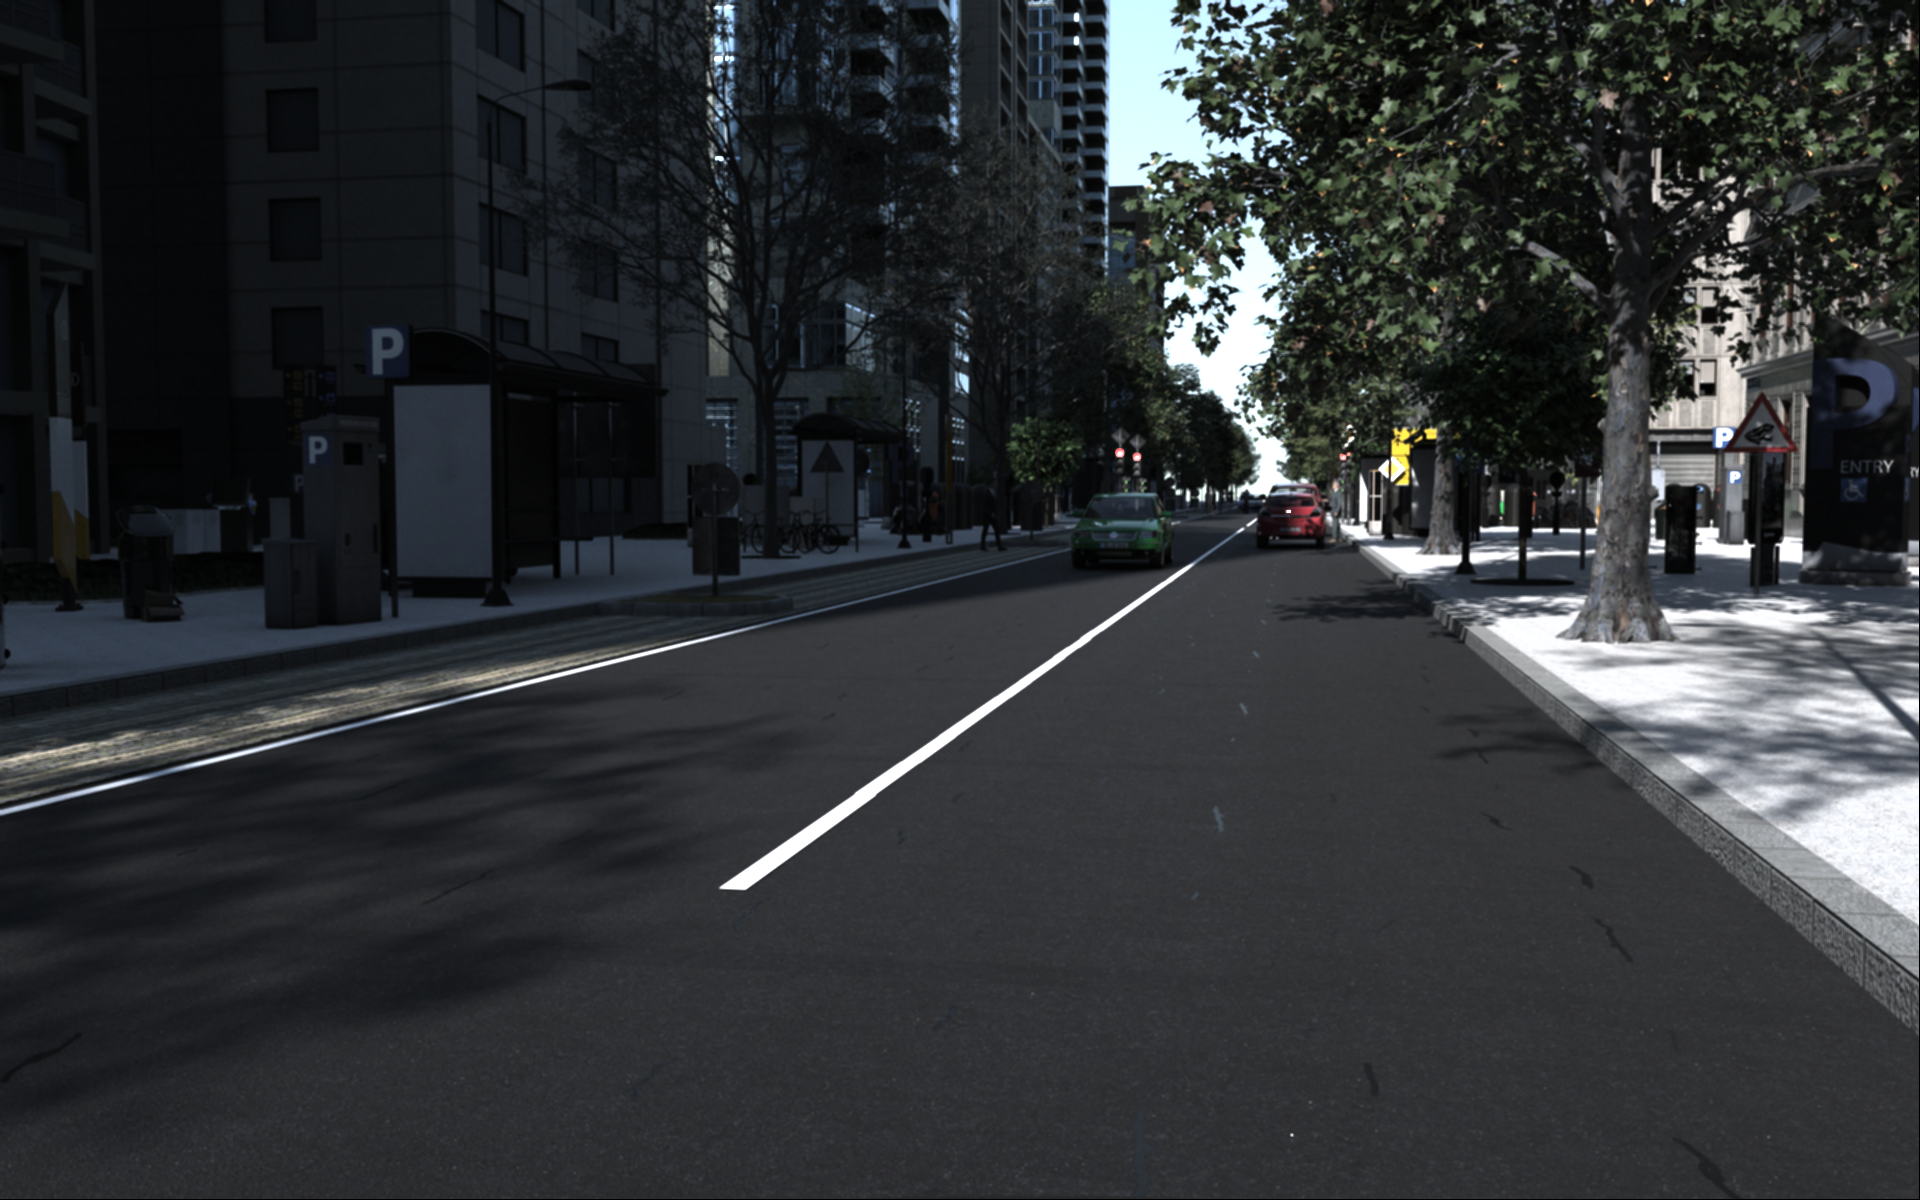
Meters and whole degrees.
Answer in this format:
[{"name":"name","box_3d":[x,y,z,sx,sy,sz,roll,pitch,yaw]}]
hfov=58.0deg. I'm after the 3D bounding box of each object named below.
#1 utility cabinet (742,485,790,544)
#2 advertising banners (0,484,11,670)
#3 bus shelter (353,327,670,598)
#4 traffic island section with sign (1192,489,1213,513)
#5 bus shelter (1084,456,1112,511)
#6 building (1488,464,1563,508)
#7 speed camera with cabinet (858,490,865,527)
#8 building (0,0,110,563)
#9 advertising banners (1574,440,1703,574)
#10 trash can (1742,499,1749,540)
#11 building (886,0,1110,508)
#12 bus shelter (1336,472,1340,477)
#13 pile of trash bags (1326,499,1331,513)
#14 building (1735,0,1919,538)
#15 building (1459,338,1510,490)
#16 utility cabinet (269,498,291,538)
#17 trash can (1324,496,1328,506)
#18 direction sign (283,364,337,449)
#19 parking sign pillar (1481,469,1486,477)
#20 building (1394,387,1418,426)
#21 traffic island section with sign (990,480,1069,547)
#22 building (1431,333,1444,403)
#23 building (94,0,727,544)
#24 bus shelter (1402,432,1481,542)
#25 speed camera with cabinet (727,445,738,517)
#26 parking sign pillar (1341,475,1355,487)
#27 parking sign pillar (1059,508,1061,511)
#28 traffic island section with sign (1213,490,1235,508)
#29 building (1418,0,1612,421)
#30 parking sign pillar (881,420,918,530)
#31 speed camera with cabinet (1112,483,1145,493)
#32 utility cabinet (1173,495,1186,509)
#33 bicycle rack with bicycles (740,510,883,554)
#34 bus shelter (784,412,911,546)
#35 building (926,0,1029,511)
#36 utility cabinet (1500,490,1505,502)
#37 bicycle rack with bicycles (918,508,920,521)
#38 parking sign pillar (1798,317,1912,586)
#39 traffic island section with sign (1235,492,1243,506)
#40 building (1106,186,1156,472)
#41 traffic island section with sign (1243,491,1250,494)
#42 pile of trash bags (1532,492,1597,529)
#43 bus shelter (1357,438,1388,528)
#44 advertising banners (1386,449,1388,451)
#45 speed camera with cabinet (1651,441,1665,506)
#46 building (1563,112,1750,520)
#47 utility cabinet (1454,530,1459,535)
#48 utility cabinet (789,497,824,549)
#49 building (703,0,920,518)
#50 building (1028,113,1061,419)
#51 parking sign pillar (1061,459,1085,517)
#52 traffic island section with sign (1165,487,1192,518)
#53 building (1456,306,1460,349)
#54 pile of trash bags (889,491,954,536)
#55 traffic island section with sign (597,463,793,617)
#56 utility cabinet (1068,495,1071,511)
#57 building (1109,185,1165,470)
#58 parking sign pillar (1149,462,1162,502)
[{"name":"utility cabinet","box_3d":[-4.920,-2.154,43.900,1.173,1.500,0.318,-2,4,-24]},{"name":"advertising banners","box_3d":[-6.785,-0.967,12.002,0.090,3.025,2.074,-2,4,-23]},{"name":"bus shelter","box_3d":[-5.917,-1.828,23.813,2.014,3.302,5.546,1,4,11]},{"name":"traffic island section with sign","box_3d":[17.526,-7.341,128.648,1.989,1.847,2.006,1,4,11]},{"name":"bus shelter","box_3d":[8.733,-7.164,108.407,1.731,3.624,6.357,1,4,11]},{"name":"building","box_3d":[43.098,-19.509,112.478,14.314,27.812,24.014,1,4,11]},{"name":"speed camera with cabinet","box_3d":[-4.491,-4.485,67.665,0.660,3.252,2.038,-3,4,-36]},{"name":"building","box_3d":[-27.632,-22.586,23.909,22.147,44.769,28.867,1,4,11]},{"name":"advertising banners","box_3d":[10.896,-1.946,28.011,2.074,3.025,0.090,1,4,17]},{"name":"trash can","box_3d":[22.324,-2.286,49.033,0.748,1.137,0.748,0,3,0]},{"name":"building","box_3d":[6.351,-53.971,195.091,22.319,86.520,31.000,1,4,11]},{"name":"bus shelter","box_3d":[32.923,-9.378,147.255,2.014,3.302,5.546,1,4,11]},{"name":"pile of trash bags","box_3d":[26.852,-6.692,119.160,1.912,1.369,3.447,-3,5,-44]},{"name":"building","box_3d":[28.620,-12.791,45.291,11.583,22.565,21.152,1,4,11]},{"name":"building","box_3d":[46.773,-18.017,136.382,13.314,21.916,24.055,1,4,11]},{"name":"utility cabinet","box_3d":[-10.995,-1.064,28.550,1.020,1.237,0.306,3,5,42]},{"name":"trash can","box_3d":[29.223,-7.696,137.477,0.748,1.137,0.748,0,3,0]},{"name":"direction sign","box_3d":[-11.370,-2.348,30.390,0.876,3.537,0.379,-2,4,-28]},{"name":"parking sign pillar","box_3d":[31.273,-7.115,104.799,1.447,3.967,1.447,-1,4,-12]},{"name":"building","box_3d":[72.688,-35.592,265.531,14.154,41.232,14.086,1,4,11]},{"name":"traffic island section with sign","box_3d":[1.965,-2.382,47.576,1.989,1.847,2.006,1,4,11]},{"name":"building","box_3d":[55.843,-32.187,176.363,14.600,45.320,14.200,1,4,11]},{"name":"building","box_3d":[-20.515,-37.592,52.878,20.611,71.187,20.563,1,4,11]},{"name":"bus shelter","box_3d":[13.690,-3.369,49.009,2.014,3.302,5.546,1,4,11]},{"name":"speed camera with cabinet","box_3d":[-9.384,-4.642,70.230,0.660,3.252,2.038,0,4,-3]},{"name":"parking sign pillar","box_3d":[29.616,-8.799,132.327,1.447,3.967,1.447,-2,4,-31]},{"name":"parking sign pillar","box_3d":[8.395,-8.871,133.505,1.447,3.967,1.447,-3,5,-40]},{"name":"traffic island section with sign","box_3d":[26.866,-10.315,177.282,1.989,1.847,2.006,1,4,11]},{"name":"building","box_3d":[63.170,-40.038,196.624,21.231,58.520,28.212,1,4,11]},{"name":"parking sign pillar","box_3d":[-2.174,-4.561,63.039,1.447,3.967,1.447,-3,5,-39]},{"name":"speed camera with cabinet","box_3d":[10.362,-6.868,106.624,2.038,3.252,0.660,-2,4,-26]},{"name":"utility cabinet","box_3d":[18.729,-8.361,147.867,1.020,1.237,0.306,1,4,21]},{"name":"bicycle rack with bicycles","box_3d":[-3.503,-1.507,38.028,2.852,0.926,2.925,-3,5,-42]},{"name":"bus shelter","box_3d":[-2.867,-3.165,45.664,2.014,3.302,5.546,1,4,11]},{"name":"building","box_3d":[-3.025,-42.976,140.902,20.563,71.187,20.611,1,4,11]},{"name":"utility cabinet","box_3d":[30.945,-5.552,99.452,1.173,1.500,0.318,0,4,3]},{"name":"bicycle rack with bicycles","box_3d":[-1.537,-3.257,66.639,2.925,0.926,2.852,-1,4,-10]},{"name":"parking sign pillar","box_3d":[12.845,-2.220,24.767,1.447,3.967,1.447,3,5,40]},{"name":"traffic island section with sign","box_3d":[31.982,-11.943,203.897,1.989,1.847,2.006,1,4,11]},{"name":"building","box_3d":[21.495,-37.084,256.427,14.600,45.320,14.200,1,4,11]},{"name":"traffic island section with sign","box_3d":[42.320,-15.241,257.824,1.989,1.847,2.006,1,4,11]},{"name":"pile of trash bags","box_3d":[22.140,-3.358,64.650,3.447,1.369,1.912,-3,4,-36]},{"name":"bus shelter","box_3d":[15.182,-4.171,62.113,2.014,3.302,5.546,1,4,11]},{"name":"advertising banners","box_3d":[16.335,-4.261,65.862,0.090,3.025,2.074,0,4,6]},{"name":"speed camera with cabinet","box_3d":[25.570,-4.315,64.882,0.660,3.252,2.038,-1,4,-10]},{"name":"building","box_3d":[42.755,-16.609,89.579,19.932,24.808,12.078,1,4,11]},{"name":"utility cabinet","box_3d":[15.705,-2.676,54.912,0.306,1.237,1.020,1,4,14]},{"name":"utility cabinet","box_3d":[-3.621,-1.823,40.974,0.306,1.237,1.020,-3,5,-40]},{"name":"building","box_3d":[-11.302,-48.623,107.661,22.319,86.520,31.000,1,4,11]},{"name":"building","box_3d":[-3.846,-29.271,170.465,32.217,40.220,23.993,1,4,11]},{"name":"parking sign pillar","box_3d":[6.663,-6.641,97.054,1.447,3.967,1.447,0,4,-8]},{"name":"traffic island section with sign","box_3d":[12.448,-5.721,102.173,1.989,1.847,2.006,1,4,11]},{"name":"building","box_3d":[52.699,-23.935,163.033,14.160,30.474,14.107,1,4,11]},{"name":"pile of trash bags","box_3d":[-1.112,-2.753,54.761,1.912,1.369,3.447,-1,4,-10]},{"name":"traffic island section with sign","box_3d":[-3.123,-0.763,21.104,1.989,1.847,2.006,1,4,11]},{"name":"utility cabinet","box_3d":[7.989,-7.120,127.569,0.306,1.237,1.020,0,4,7]},{"name":"building","box_3d":[21.003,-39.852,275.280,21.300,48.544,21.600,1,4,11]},{"name":"parking sign pillar","box_3d":[14.731,-8.790,132.189,1.447,3.967,1.447,-1,4,-13]}]
